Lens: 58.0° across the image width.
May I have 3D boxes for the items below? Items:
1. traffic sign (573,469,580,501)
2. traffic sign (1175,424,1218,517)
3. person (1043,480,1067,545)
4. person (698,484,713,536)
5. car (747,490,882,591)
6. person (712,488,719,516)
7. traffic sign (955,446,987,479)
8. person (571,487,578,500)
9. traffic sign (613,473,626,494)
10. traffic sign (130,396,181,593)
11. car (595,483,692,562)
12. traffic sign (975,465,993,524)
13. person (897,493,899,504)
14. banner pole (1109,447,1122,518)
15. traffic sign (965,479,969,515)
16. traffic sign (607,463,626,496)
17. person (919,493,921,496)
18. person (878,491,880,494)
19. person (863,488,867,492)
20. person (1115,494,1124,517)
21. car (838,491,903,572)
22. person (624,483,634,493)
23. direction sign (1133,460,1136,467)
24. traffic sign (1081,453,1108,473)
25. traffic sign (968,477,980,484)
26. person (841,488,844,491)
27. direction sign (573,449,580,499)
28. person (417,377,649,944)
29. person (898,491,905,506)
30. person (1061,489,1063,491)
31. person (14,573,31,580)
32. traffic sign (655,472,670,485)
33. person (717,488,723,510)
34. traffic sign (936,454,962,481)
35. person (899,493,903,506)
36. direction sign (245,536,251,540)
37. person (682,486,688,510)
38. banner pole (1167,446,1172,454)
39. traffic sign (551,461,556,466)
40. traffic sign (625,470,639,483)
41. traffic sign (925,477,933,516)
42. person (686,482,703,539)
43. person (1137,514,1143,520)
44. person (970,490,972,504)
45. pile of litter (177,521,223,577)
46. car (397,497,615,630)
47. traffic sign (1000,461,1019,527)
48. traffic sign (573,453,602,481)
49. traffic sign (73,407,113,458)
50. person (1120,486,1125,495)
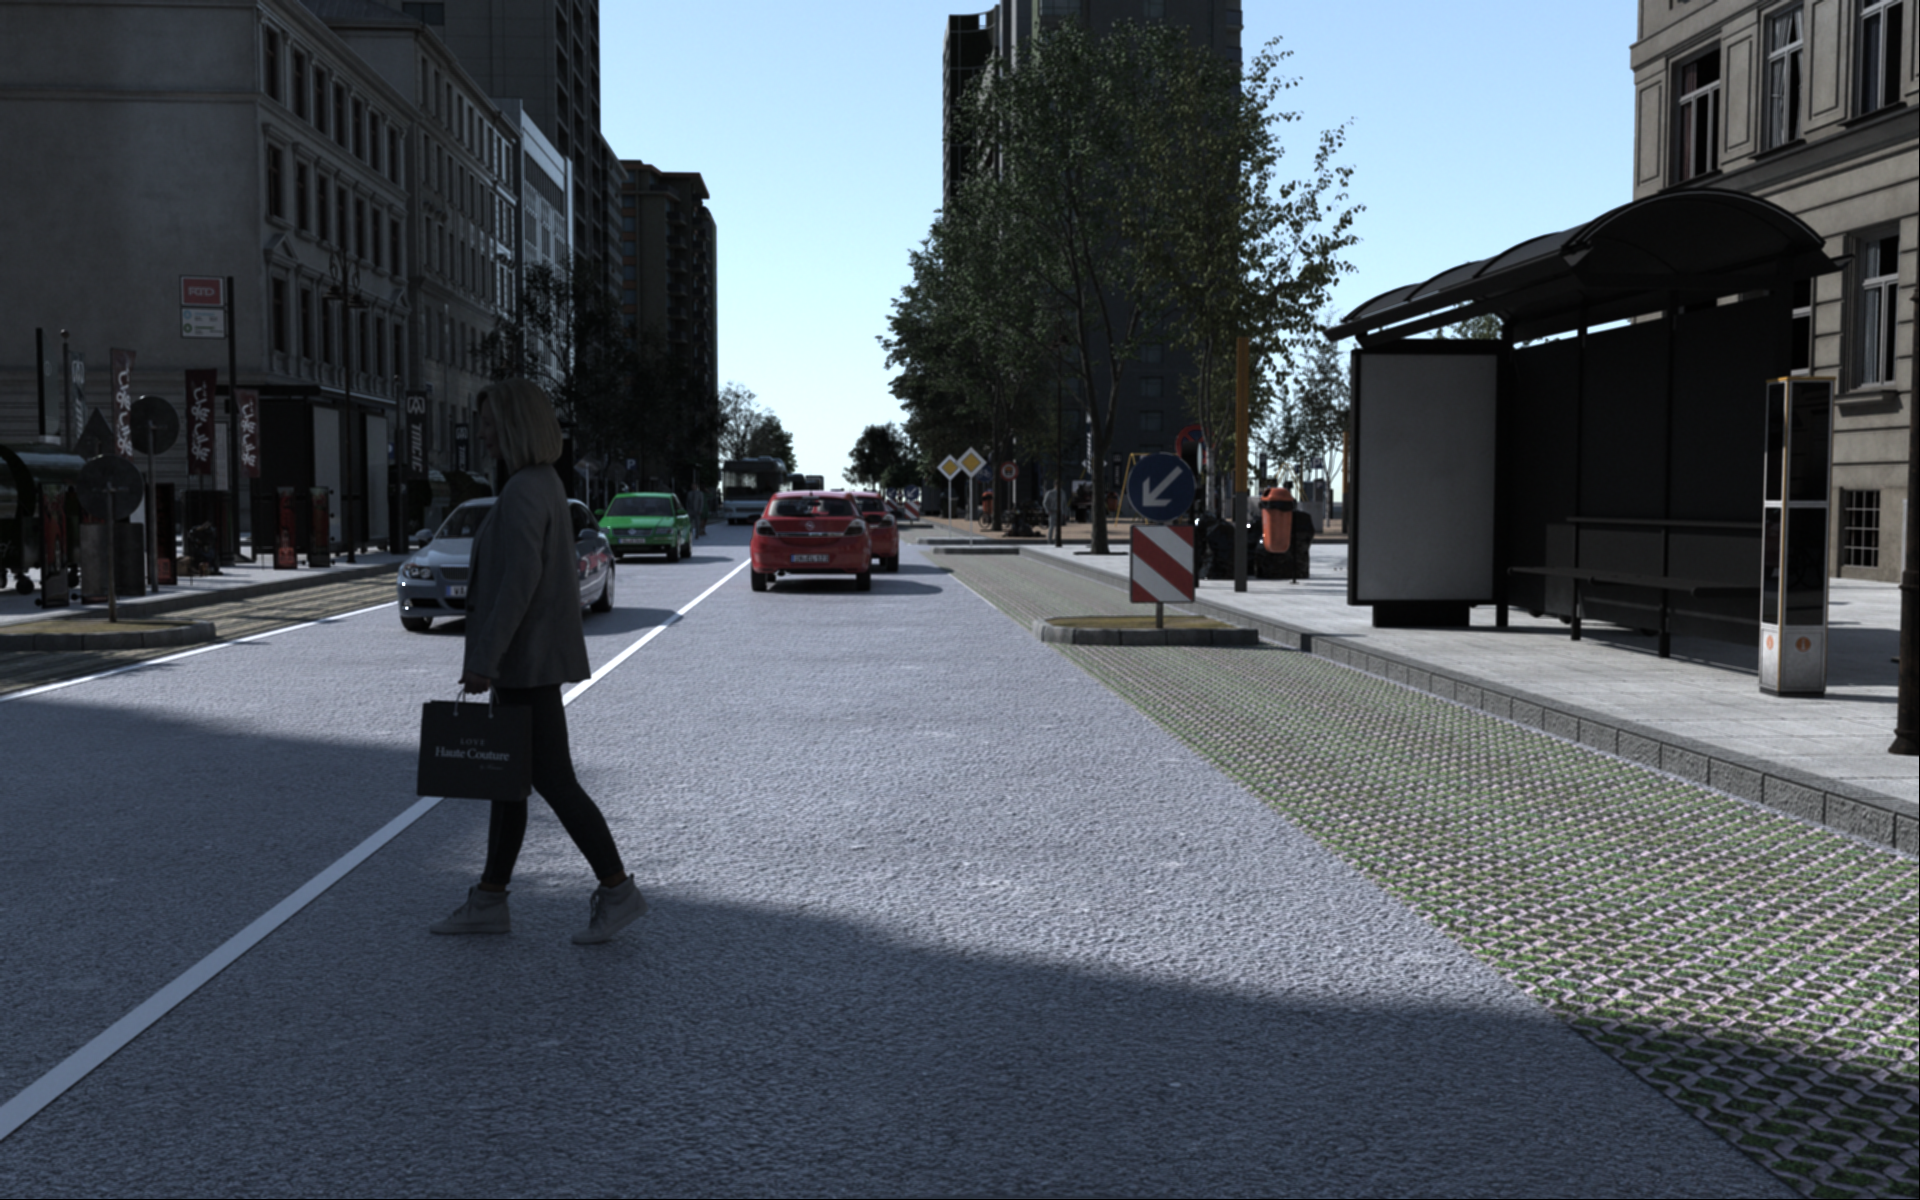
[{"bbox_3d":[-17.571,-4.893,80.101,0.768,2.556,0.104,0,4,6],"label":"traffic sign"},{"bbox_3d":[4.290,-1.921,31.510,0.768,2.556,0.104,0,4,4],"label":"traffic sign"},{"bbox_3d":[2.538,-2.286,45.968,0.635,1.810,0.391,-2,4,-28],"label":"person"},{"bbox_3d":[-8.911,-3.135,60.005,0.600,1.795,0.529,2,4,33],"label":"person"},{"bbox_3d":[-2.288,-1.106,27.121,2.155,1.783,4.494,0,4,-3],"label":"car"},{"bbox_3d":[-14.626,-5.827,103.959,0.526,1.800,0.537,0,4,0],"label":"person"},{"bbox_3d":[0.291,-2.446,42.179,0.795,2.593,0.064,0,4,-4],"label":"traffic sign"},{"bbox_3d":[-24.418,-6.325,109.632,0.709,1.800,0.728,-1,4,-20],"label":"person"},{"bbox_3d":[-15.819,-4.888,80.023,0.768,2.556,0.104,0,4,3],"label":"traffic sign"},{"bbox_3d":[-10.474,-1.367,22.453,0.768,2.556,0.104,0,4,5],"label":"traffic sign"},{"bbox_3d":[-6.876,-1.771,37.750,1.959,1.807,4.718,0,4,-4],"label":"car"},{"bbox_3d":[1.012,-4.514,73.908,0.768,2.556,0.104,0,4,-2],"label":"traffic sign"},{"bbox_3d":[-6.865,-11.530,195.478,0.541,1.710,0.530,2,4,35],"label":"person"},{"bbox_3d":[8.134,-6.196,91.326,0.863,3.779,0.401,1,4,15],"label":"banner pole"},{"bbox_3d":[0.329,-6.552,107.239,0.768,2.556,0.104,0,4,-2],"label":"traffic sign"},{"bbox_3d":[-14.036,-4.318,70.699,0.768,2.556,0.104,0,4,-1],"label":"traffic sign"},{"bbox_3d":[-3.696,-10.364,175.482,1.348,1.826,0.705,-3,4,-38],"label":"person"},{"bbox_3d":[-10.592,-13.633,229.665,0.721,1.743,1.217,-1,4,-15],"label":"person"},{"bbox_3d":[-6.144,-6.439,113.873,0.679,1.850,0.850,-3,4,-37],"label":"person"},{"bbox_3d":[8.722,-5.178,94.955,0.590,1.304,0.306,2,4,24],"label":"person"},{"bbox_3d":[-2.157,-1.490,33.401,2.155,1.783,4.494,0,4,-5],"label":"car"},{"bbox_3d":[-15.394,-4.564,80.763,0.616,1.811,0.778,0,4,-1],"label":"person"},{"bbox_3d":[11.477,-7.474,114.189,0.379,3.537,0.876,1,4,18],"label":"direction sign"},{"bbox_3d":[4.044,-3.193,51.943,0.795,2.593,0.064,0,4,3],"label":"traffic sign"},{"bbox_3d":[0.809,-5.634,92.217,0.768,2.556,0.104,0,4,2],"label":"traffic sign"},{"bbox_3d":[-7.314,-6.134,108.967,0.709,1.800,0.728,1,4,10],"label":"person"},{"bbox_3d":[-19.277,-5.781,86.523,0.876,3.537,0.379,-3,5,-39],"label":"direction sign"},{"bbox_3d":[-1.368,0.195,5.491,0.728,1.800,0.709,0,4,-2],"label":"person"},{"bbox_3d":[-6.464,-11.252,189.972,0.705,1.831,1.348,2,4,27],"label":"person"},{"bbox_3d":[5.205,-5.221,91.592,0.473,1.802,0.592,-1,4,-15],"label":"person"},{"bbox_3d":[-14.158,-1.167,25.789,0.598,1.740,0.731,1,4,20],"label":"person"},{"bbox_3d":[-17.514,-6.232,101.890,0.884,2.594,0.081,0,4,5],"label":"traffic sign"},{"bbox_3d":[-19.153,-8.042,138.312,1.217,1.735,0.721,3,5,40],"label":"person"},{"bbox_3d":[-0.270,-2.933,50.144,0.795,2.593,0.064,0,4,-4],"label":"traffic sign"},{"bbox_3d":[-6.331,-10.766,185.293,0.421,1.427,0.697,0,4,8],"label":"person"},{"bbox_3d":[-19.743,-3.440,48.235,0.876,3.537,0.379,3,4,38],"label":"direction sign"},{"bbox_3d":[-13.817,-4.811,86.931,0.755,1.850,0.659,0,4,4],"label":"person"},{"bbox_3d":[10.910,-6.134,90.313,0.401,3.779,0.863,-1,4,-15],"label":"banner pole"},{"bbox_3d":[-10.079,-2.403,41.472,0.795,2.593,0.064,0,4,-4],"label":"traffic sign"},{"bbox_3d":[-16.676,-5.377,88.017,0.768,2.556,0.104,0,4,-2],"label":"traffic sign"},{"bbox_3d":[-1.608,-6.078,99.475,0.768,2.556,0.104,0,4,-2],"label":"traffic sign"},{"bbox_3d":[-8.533,-2.873,55.575,0.635,1.810,0.391,1,4,12],"label":"person"},{"bbox_3d":[9.035,-4.912,86.702,0.444,1.785,0.601,2,4,26],"label":"person"},{"bbox_3d":[1.447,-12.858,217.183,0.541,1.710,0.530,1,4,22],"label":"person"},{"bbox_3d":[-12.243,-0.822,27.401,1.176,0.858,1.719,-1,4,-10],"label":"pile of litter"},{"bbox_3d":[-5.060,-0.477,19.797,2.014,1.417,4.499,0,4,-2],"label":"car"},{"bbox_3d":[1.909,-4.133,67.675,0.768,2.556,0.104,0,4,5],"label":"traffic sign"},{"bbox_3d":[-10.640,-2.890,49.437,0.795,2.593,0.064,0,4,-4],"label":"traffic sign"},{"bbox_3d":[-12.831,-1.577,25.790,0.884,2.594,0.081,0,4,4],"label":"traffic sign"},{"bbox_3d":[10.093,-6.135,106.545,0.583,1.804,0.606,1,4,10],"label":"person"}]
